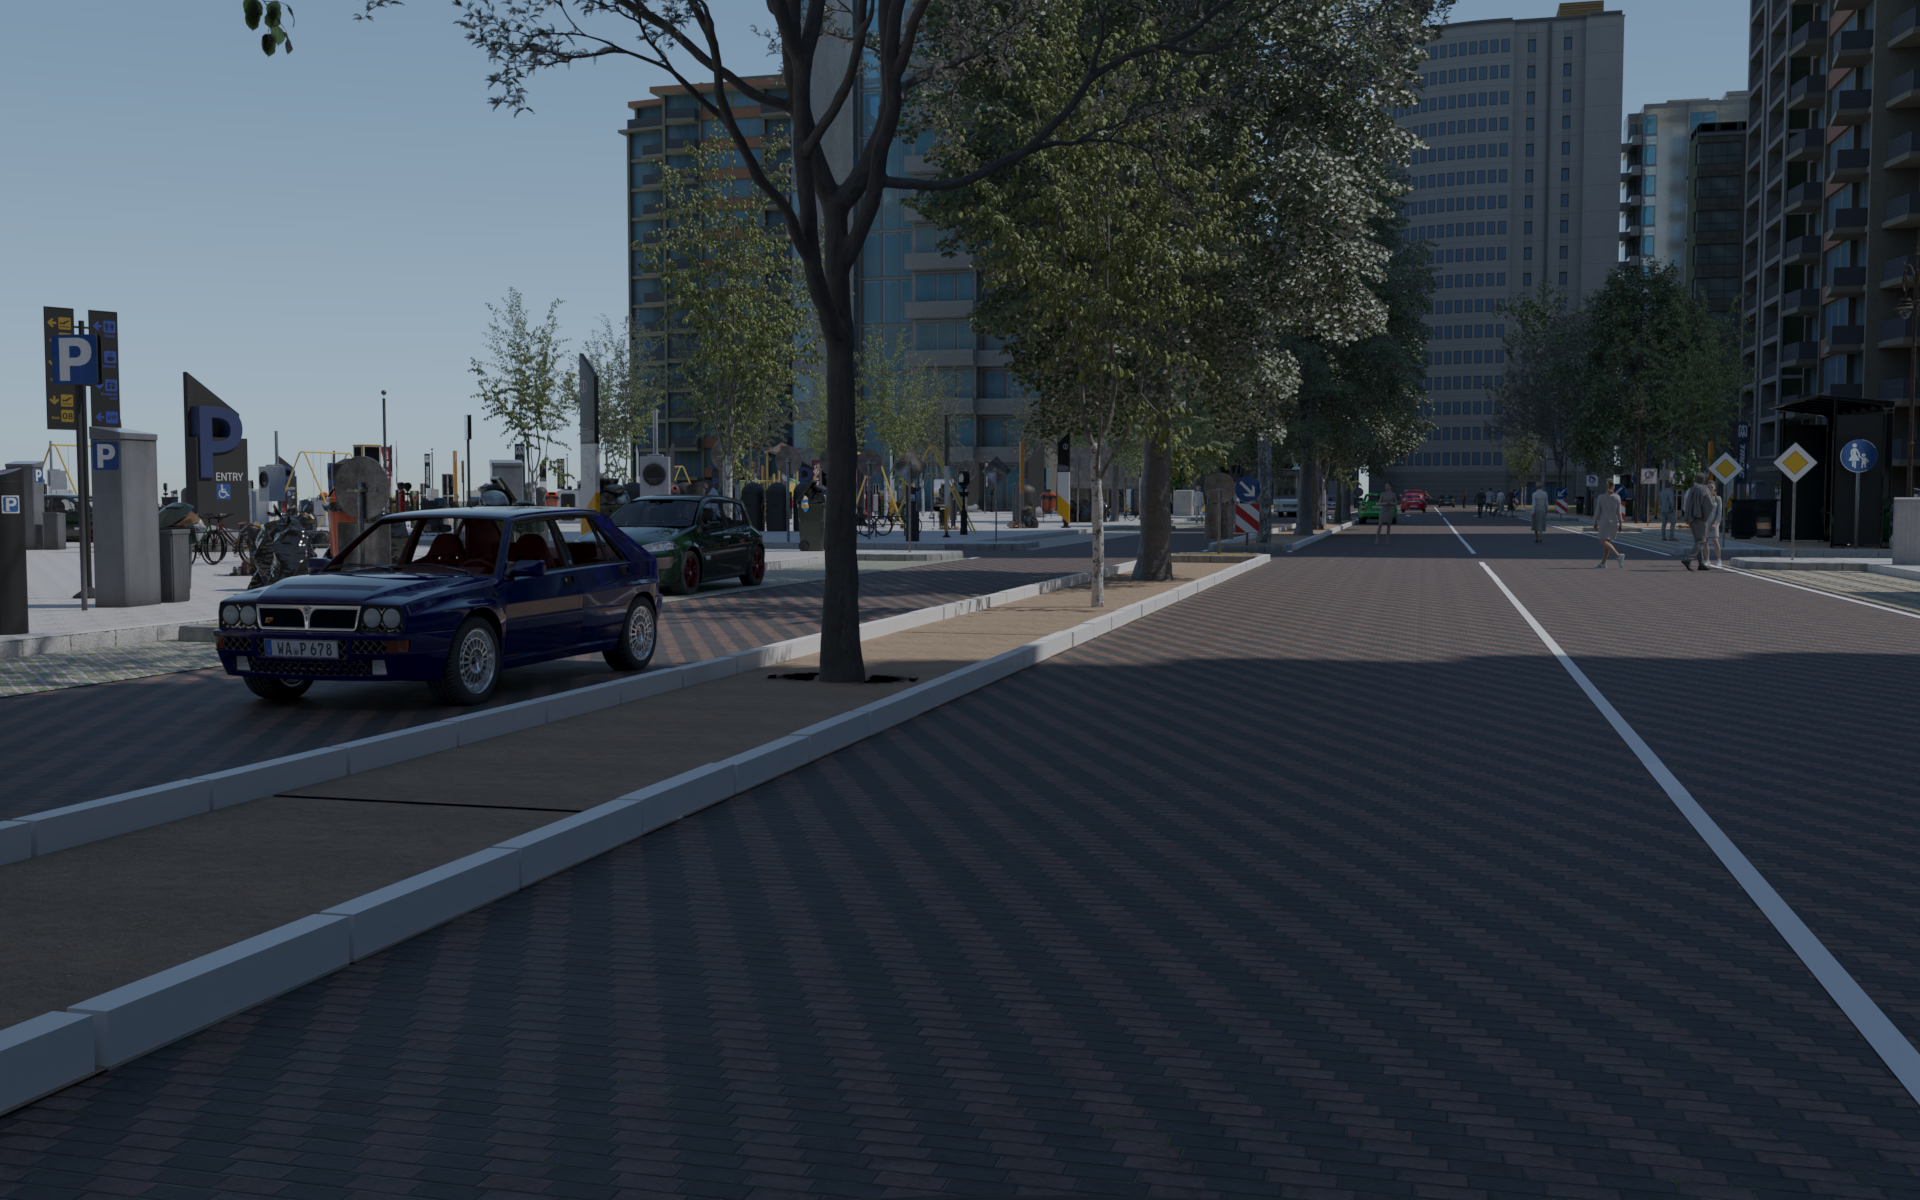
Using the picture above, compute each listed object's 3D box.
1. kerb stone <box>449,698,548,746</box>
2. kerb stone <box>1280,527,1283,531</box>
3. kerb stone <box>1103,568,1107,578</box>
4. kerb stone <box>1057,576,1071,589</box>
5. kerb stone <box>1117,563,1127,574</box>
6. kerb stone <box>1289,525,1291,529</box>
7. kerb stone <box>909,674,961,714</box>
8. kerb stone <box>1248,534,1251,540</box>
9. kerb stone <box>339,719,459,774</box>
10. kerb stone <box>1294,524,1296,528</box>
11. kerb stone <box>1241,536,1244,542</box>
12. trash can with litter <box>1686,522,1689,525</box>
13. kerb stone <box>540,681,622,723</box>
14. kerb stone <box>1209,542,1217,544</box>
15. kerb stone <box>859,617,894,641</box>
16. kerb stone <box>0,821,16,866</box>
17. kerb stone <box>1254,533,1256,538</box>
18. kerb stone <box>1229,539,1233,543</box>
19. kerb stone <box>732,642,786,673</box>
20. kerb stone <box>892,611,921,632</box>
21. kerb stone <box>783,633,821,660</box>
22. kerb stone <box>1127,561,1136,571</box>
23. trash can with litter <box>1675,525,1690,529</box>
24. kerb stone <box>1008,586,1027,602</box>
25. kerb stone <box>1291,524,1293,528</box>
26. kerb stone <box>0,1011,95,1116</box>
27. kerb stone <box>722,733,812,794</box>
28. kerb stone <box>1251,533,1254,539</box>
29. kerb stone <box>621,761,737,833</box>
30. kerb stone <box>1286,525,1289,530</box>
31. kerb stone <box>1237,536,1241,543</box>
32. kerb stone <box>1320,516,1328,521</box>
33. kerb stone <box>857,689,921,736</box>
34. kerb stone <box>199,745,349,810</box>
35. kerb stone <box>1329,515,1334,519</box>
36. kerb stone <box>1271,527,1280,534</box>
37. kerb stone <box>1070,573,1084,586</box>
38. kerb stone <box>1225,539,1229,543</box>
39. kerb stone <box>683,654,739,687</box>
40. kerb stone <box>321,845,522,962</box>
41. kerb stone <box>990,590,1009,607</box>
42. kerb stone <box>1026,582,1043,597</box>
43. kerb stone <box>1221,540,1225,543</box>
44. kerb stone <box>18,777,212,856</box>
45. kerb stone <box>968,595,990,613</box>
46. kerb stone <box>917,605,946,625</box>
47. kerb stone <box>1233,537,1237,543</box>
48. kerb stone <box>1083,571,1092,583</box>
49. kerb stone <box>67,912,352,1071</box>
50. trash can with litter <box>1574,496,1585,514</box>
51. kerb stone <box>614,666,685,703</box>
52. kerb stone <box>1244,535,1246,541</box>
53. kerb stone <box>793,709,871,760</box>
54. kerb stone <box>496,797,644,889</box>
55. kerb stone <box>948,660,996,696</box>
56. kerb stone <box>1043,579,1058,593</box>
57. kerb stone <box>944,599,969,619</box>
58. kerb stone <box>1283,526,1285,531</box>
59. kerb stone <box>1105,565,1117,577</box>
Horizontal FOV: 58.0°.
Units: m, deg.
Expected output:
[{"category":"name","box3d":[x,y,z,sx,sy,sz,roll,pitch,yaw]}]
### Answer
[{"category":"kerb stone","box3d":[-2.756,0.729,10.275,0.120,0.150,1.000,1,4,15]},{"category":"kerb stone","box3d":[11.958,-2.634,65.266,0.120,0.150,1.000,1,4,15]},{"category":"kerb stone","box3d":[2.275,-0.417,29.092,0.120,0.150,1.000,1,4,15]},{"category":"kerb stone","box3d":[1.482,-0.239,26.120,0.120,0.150,1.000,1,4,15]},{"category":"kerb stone","box3d":[2.812,-0.543,31.080,0.120,0.150,1.000,1,4,15]},{"category":"kerb stone","box3d":[13.023,-2.872,69.226,0.120,0.150,1.000,1,4,15]},{"category":"kerb stone","box3d":[-0.198,0.642,11.727,0.120,0.150,1.000,1,4,15]},{"category":"kerb stone","box3d":[8.779,-1.907,53.381,0.120,0.150,1.000,1,4,15]},{"category":"kerb stone","box3d":[-3.020,0.792,9.280,0.120,0.150,1.000,1,4,15]},{"category":"kerb stone","box3d":[13.815,-3.049,72.203,0.120,0.150,1.000,1,4,15]},{"category":"kerb stone","box3d":[8.249,-1.787,51.406,0.120,0.150,1.000,1,4,15]},{"category":"trash can with litter","box3d":[30.735,-3.714,72.118,1.055,1.170,0.624,2,4,26]},{"category":"kerb stone","box3d":[-2.491,0.669,11.262,0.120,0.150,1.000,1,4,15]},{"category":"kerb stone","box3d":[6.659,-1.423,45.459,0.120,0.150,1.000,1,4,15]},{"category":"kerb stone","box3d":[-0.890,0.305,17.205,0.120,0.150,1.000,1,4,15]},{"category":"kerb stone","box3d":[-3.821,0.972,6.307,0.120,0.150,1.000,1,4,15]},{"category":"kerb stone","box3d":[9.304,-2.026,55.357,0.120,0.150,1.000,1,4,15]},{"category":"kerb stone","box3d":[7.459,-1.603,48.435,0.120,0.150,1.000,1,4,15]},{"category":"kerb stone","box3d":[-1.691,0.486,14.242,0.120,0.150,1.000,1,4,15]},{"category":"kerb stone","box3d":[-0.636,0.250,18.201,0.120,0.150,1.000,1,4,15]},{"category":"kerb stone","box3d":[-1.436,0.426,15.231,0.120,0.150,1.000,1,4,15]},{"category":"kerb stone","box3d":[3.074,-0.603,32.069,0.120,0.150,1.000,1,4,15]},{"category":"trash can with litter","box3d":[27.253,-3.256,64.298,2.233,1.210,1.678,-1,4,-16]},{"category":"kerb stone","box3d":[0.687,-0.058,23.143,0.120,0.150,1.000,1,4,15]},{"category":"kerb stone","box3d":[13.283,-2.933,70.220,0.120,0.150,1.000,1,4,15]},{"category":"kerb stone","box3d":[-2.322,1.125,3.803,0.120,0.150,1.000,1,4,15]},{"category":"kerb stone","box3d":[-0.991,0.830,8.756,0.120,0.150,1.000,1,4,15]},{"category":"kerb stone","box3d":[9.037,-1.966,54.371,0.120,0.150,1.000,1,4,15]},{"category":"kerb stone","box3d":[-1.261,0.882,7.770,0.120,0.150,1.000,1,4,15]},{"category":"kerb stone","box3d":[12.762,-2.816,68.229,0.120,0.150,1.000,1,4,15]},{"category":"kerb stone","box3d":[7.982,-1.726,50.412,0.120,0.150,1.000,1,4,15]},{"category":"kerb stone","box3d":[20.171,-4.511,95.951,0.120,0.150,1.000,1,4,15]},{"category":"kerb stone","box3d":[-0.454,0.701,10.737,0.120,0.150,1.000,1,4,15]},{"category":"kerb stone","box3d":[-3.290,0.853,8.294,0.120,0.150,1.000,1,4,15]},{"category":"kerb stone","box3d":[21.756,-4.872,101.892,0.120,0.150,1.000,1,4,15]},{"category":"kerb stone","box3d":[11.695,-2.574,64.278,0.120,0.150,1.000,1,4,15]},{"category":"kerb stone","box3d":[1.746,-0.301,27.117,0.120,0.150,1.000,1,4,15]},{"category":"kerb stone","box3d":[7.193,-1.540,47.445,0.120,0.150,1.000,1,4,15]},{"category":"kerb stone","box3d":[-1.957,0.554,13.248,0.120,0.150,1.000,1,4,15]},{"category":"kerb stone","box3d":[-1.780,1.004,5.791,0.120,0.150,1.000,1,4,15]},{"category":"kerb stone","box3d":[0.422,0.009,22.151,0.120,0.150,1.000,1,4,15]},{"category":"kerb stone","box3d":[0.951,-0.119,24.136,0.120,0.150,1.000,1,4,15]},{"category":"kerb stone","box3d":[6.927,-1.479,46.448,0.120,0.150,1.000,1,4,15]},{"category":"kerb stone","box3d":[-3.555,0.911,7.302,0.120,0.150,1.000,1,4,15]},{"category":"kerb stone","box3d":[0.160,0.063,21.162,0.120,0.150,1.000,1,4,15]},{"category":"kerb stone","box3d":[-0.378,0.184,19.190,0.120,0.150,1.000,1,4,15]},{"category":"kerb stone","box3d":[7.714,-1.665,49.425,0.120,0.150,1.000,1,4,15]},{"category":"kerb stone","box3d":[2.007,-0.361,28.105,0.120,0.150,1.000,1,4,15]},{"category":"kerb stone","box3d":[-2.044,1.064,4.796,0.120,0.150,1.000,1,4,15]},{"category":"trash can with litter","box3d":[39.707,-6.096,111.057,0.624,1.170,1.055,1,4,20]},{"category":"kerb stone","box3d":[-2.229,0.608,12.258,0.120,0.150,1.000,1,4,15]},{"category":"kerb stone","box3d":[8.514,-1.847,52.393,0.120,0.150,1.000,1,4,15]},{"category":"kerb stone","box3d":[-0.726,0.763,9.752,0.120,0.150,1.000,1,4,15]},{"category":"kerb stone","box3d":[-1.518,0.943,6.779,0.120,0.150,1.000,1,4,15]},{"category":"kerb stone","box3d":[0.068,0.580,12.714,0.120,0.150,1.000,1,4,15]},{"category":"kerb stone","box3d":[1.217,-0.179,25.126,0.120,0.150,1.000,1,4,15]},{"category":"kerb stone","box3d":[-0.104,0.124,20.174,0.120,0.150,1.000,1,4,15]},{"category":"kerb stone","box3d":[12.219,-2.693,66.257,0.120,0.150,1.000,1,4,15]},{"category":"kerb stone","box3d":[2.541,-0.482,30.078,0.120,0.150,1.000,1,4,15]}]
